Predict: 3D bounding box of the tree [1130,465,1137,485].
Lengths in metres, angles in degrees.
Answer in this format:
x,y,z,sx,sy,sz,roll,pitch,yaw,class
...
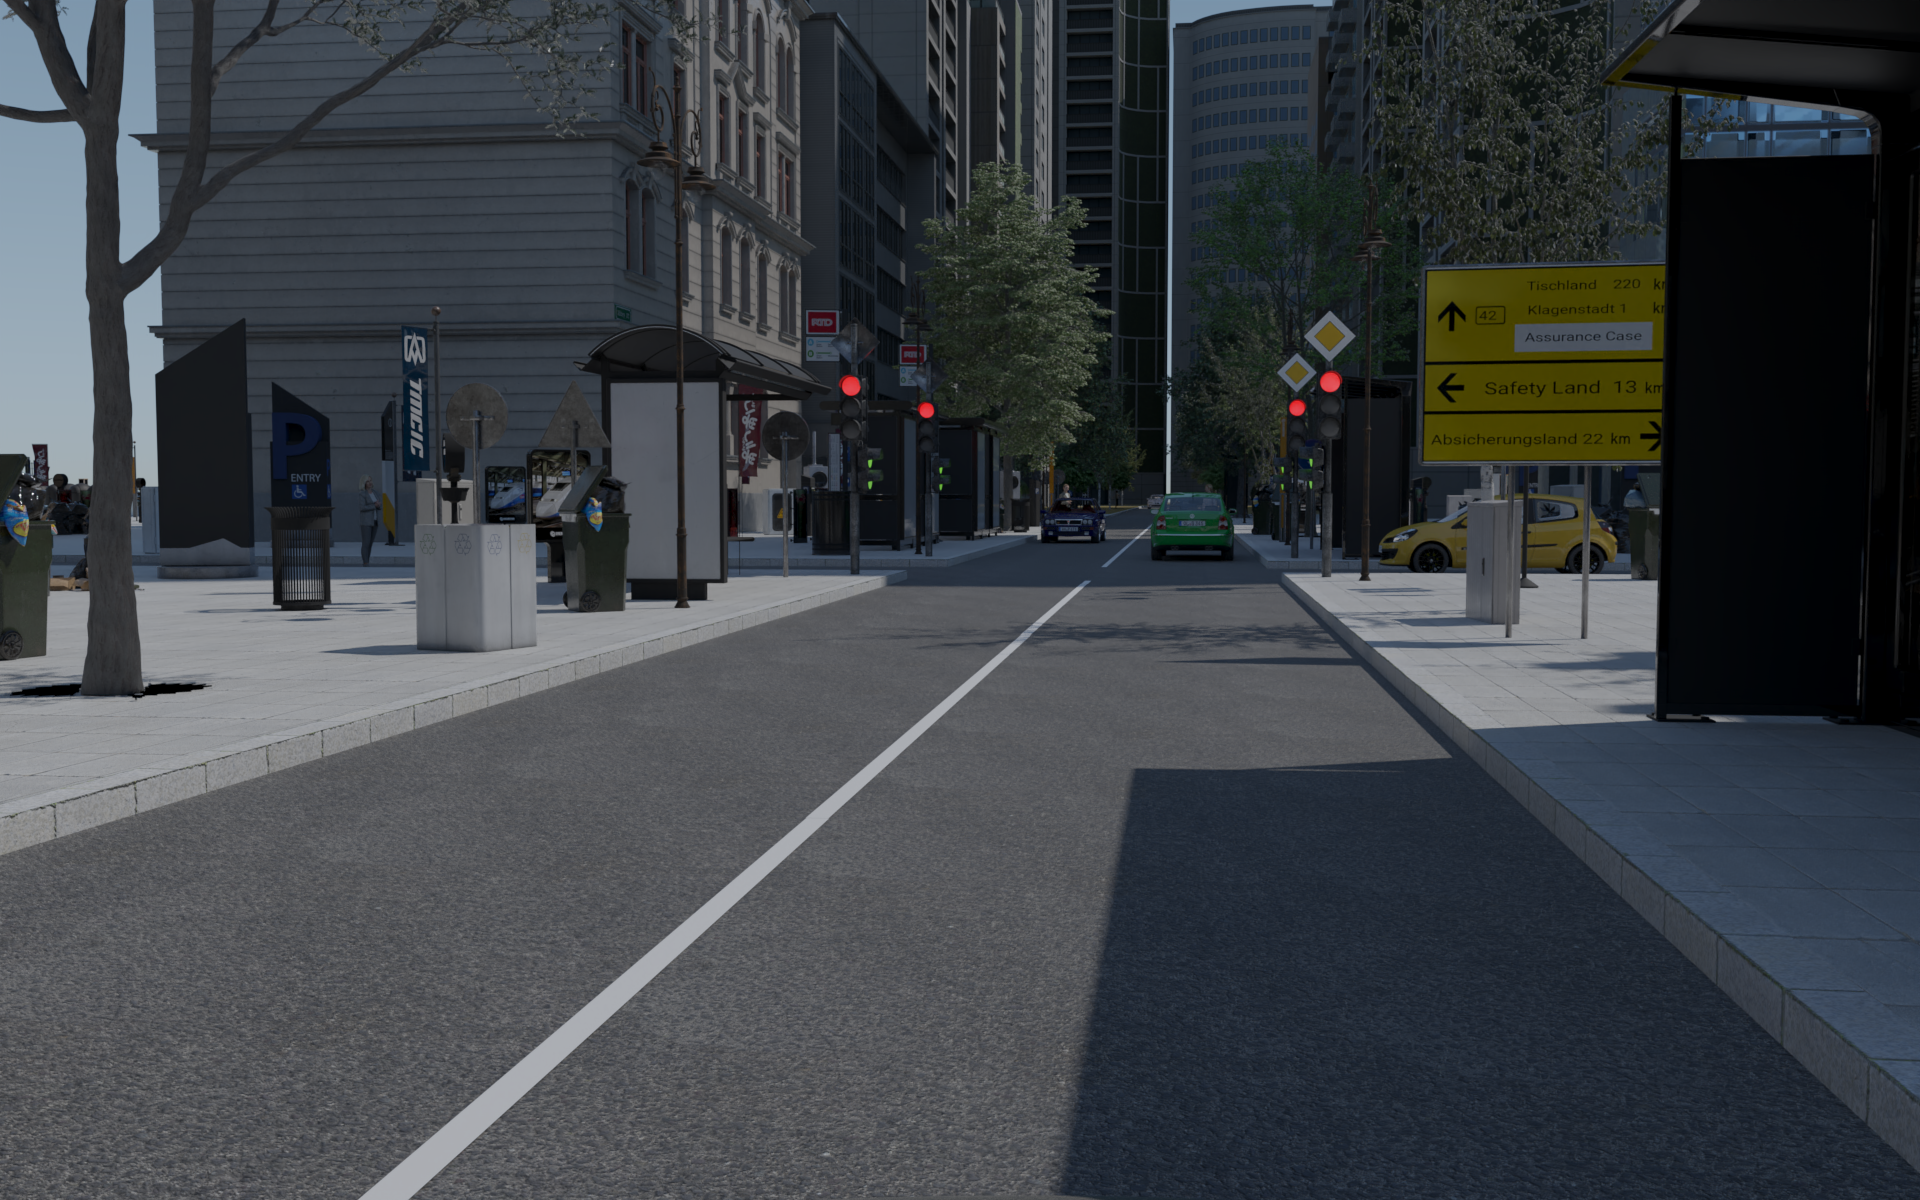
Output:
x,y,z,sx,sy,sz,roll,pitch,yaw,class
13.621,-10.186,150.248,4.285,4.588,4.351,0,3,0,tree

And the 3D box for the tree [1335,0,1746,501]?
x,y,z,sx,sy,sz,roll,pitch,yaw,class
5.899,-4.178,18.671,4.360,8.622,3.978,0,3,0,tree

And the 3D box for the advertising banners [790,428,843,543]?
x,y,z,sx,sy,sz,roll,pitch,yaw,class
-3.660,-3.028,45.688,0.090,3.025,2.074,3,5,45,advertising banners

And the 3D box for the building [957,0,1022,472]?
x,y,z,sx,sy,sz,roll,pitch,yaw,class
-2.720,-27.852,138.973,14.154,41.232,14.086,0,4,7,building

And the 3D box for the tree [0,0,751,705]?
x,y,z,sx,sy,sz,roll,pitch,yaw,class
-5.365,-6.147,10.871,12.009,13.543,11.850,0,3,0,tree

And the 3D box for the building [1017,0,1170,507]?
x,y,z,sx,sy,sz,roll,pitch,yaw,class
14.920,-47.234,210.535,20.611,71.187,20.563,0,4,7,building

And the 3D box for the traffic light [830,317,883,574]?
x,y,z,sx,sy,sz,roll,pitch,yaw,class
-1.661,-2.364,27.569,0.839,4.253,0.868,0,4,7,traffic light

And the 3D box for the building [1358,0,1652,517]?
x,y,z,sx,sy,sz,roll,pitch,yaw,class
36.670,-41.587,118.195,20.563,71.187,20.611,0,4,7,building

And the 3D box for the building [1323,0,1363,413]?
x,y,z,sx,sy,sz,roll,pitch,yaw,class
42.130,-32.064,143.860,23.786,49.044,30.456,0,4,7,building

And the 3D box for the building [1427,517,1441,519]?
x,y,z,sx,sy,sz,roll,pitch,yaw,class
34.055,-39.930,91.102,20.563,71.187,20.611,0,4,7,building

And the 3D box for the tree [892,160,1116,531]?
x,y,z,sx,sy,sz,roll,pitch,yaw,class
1.540,-8.671,59.896,7.486,12.596,7.792,0,3,0,tree

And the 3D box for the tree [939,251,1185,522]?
x,y,z,sx,sy,sz,roll,pitch,yaw,class
3.456,-9.932,79.388,9.611,12.733,9.660,0,3,0,tree

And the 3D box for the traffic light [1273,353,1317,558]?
x,y,z,sx,sy,sz,roll,pitch,yaw,class
6.678,-2.791,34.549,0.839,4.253,0.868,0,4,7,traffic light

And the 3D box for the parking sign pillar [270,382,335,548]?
x,y,z,sx,sy,sz,roll,pitch,yaw,class
-15.806,-3.245,41.521,1.447,3.967,1.447,0,4,-6,parking sign pillar

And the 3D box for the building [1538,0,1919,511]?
x,y,z,sx,sy,sz,roll,pitch,yaw,class
33.683,-45.024,48.811,31.000,86.520,22.319,0,4,7,building

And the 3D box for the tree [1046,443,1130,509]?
x,y,z,sx,sy,sz,roll,pitch,yaw,class
6.180,-6.619,91.942,4.285,4.588,4.351,0,3,0,tree

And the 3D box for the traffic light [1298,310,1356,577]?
x,y,z,sx,sy,sz,roll,pitch,yaw,class
5.640,-2.306,26.631,0.839,4.253,0.868,0,4,7,traffic light

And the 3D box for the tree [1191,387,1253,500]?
x,y,z,sx,sy,sz,roll,pitch,yaw,class
25.708,-15.241,167.312,7.486,12.596,7.792,0,3,0,tree

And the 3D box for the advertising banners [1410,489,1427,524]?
x,y,z,sx,sy,sz,roll,pitch,yaw,class
10.477,-2.731,40.836,0.090,3.025,2.074,3,5,43,advertising banners

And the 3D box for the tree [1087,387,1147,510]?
x,y,z,sx,sy,sz,roll,pitch,yaw,class
9.615,-10.165,116.567,4.737,8.622,4.395,0,3,0,tree

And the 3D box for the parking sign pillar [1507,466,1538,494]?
x,y,z,sx,sy,sz,roll,pitch,yaw,class
25.405,-5.395,76.688,1.447,3.967,1.447,-3,4,-36,parking sign pillar

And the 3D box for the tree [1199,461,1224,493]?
x,y,z,sx,sy,sz,roll,pitch,yaw,class
23.717,-10.769,159.786,4.285,4.588,4.351,0,3,0,tree

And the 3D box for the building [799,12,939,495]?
x,y,z,sx,sy,sz,roll,pitch,yaw,class
-10.090,-16.151,83.128,14.314,24.678,30.058,0,4,7,building

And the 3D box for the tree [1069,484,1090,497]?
x,y,z,sx,sy,sz,roll,pitch,yaw,class
6.825,-6.247,96.740,1.663,3.219,1.824,0,3,0,tree

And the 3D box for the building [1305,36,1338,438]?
x,y,z,sx,sy,sz,roll,pitch,yaw,class
40.778,-31.601,166.794,14.600,45.320,14.200,0,4,7,building

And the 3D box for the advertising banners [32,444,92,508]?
x,y,z,sx,sy,sz,roll,pitch,yaw,class
-31.168,-3.922,60.306,2.074,3.025,0.090,-1,4,-9,advertising banners

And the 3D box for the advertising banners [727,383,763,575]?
x,y,z,sx,sy,sz,roll,pitch,yaw,class
-3.922,-1.922,27.615,2.074,3.025,0.090,2,4,33,advertising banners

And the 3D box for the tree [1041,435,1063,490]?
x,y,z,sx,sy,sz,roll,pitch,yaw,class
4.655,-9.489,105.500,4.360,8.622,3.978,0,3,0,tree

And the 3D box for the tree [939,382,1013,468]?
x,y,z,sx,sy,sz,roll,pitch,yaw,class
0.688,-8.483,89.066,4.360,8.622,3.978,0,3,0,tree

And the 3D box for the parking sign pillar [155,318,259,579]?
x,y,z,sx,sy,sz,roll,pitch,yaw,class
-11.609,-2.334,26.634,1.447,3.967,1.447,-1,4,-12,parking sign pillar

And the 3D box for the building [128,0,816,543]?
x,y,z,sx,sy,sz,roll,pitch,yaw,class
-13.599,-16.432,56.045,14.401,28.519,23.554,0,4,7,building

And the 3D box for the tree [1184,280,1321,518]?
x,y,z,sx,sy,sz,roll,pitch,yaw,class
15.219,-10.759,92.915,9.611,12.733,9.660,0,3,0,tree

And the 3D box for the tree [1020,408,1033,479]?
x,y,z,sx,sy,sz,roll,pitch,yaw,class
2.144,-9.160,100.125,4.360,8.622,3.978,0,3,0,tree

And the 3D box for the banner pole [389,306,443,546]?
x,y,z,sx,sy,sz,roll,pitch,yaw,class
-7.091,-2.017,22.988,0.401,3.779,0.863,2,4,27,banner pole

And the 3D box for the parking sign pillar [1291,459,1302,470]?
x,y,z,sx,sy,sz,roll,pitch,yaw,class
19.823,-6.948,102.072,1.447,3.967,1.447,1,4,23,parking sign pillar

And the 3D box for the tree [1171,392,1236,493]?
x,y,z,sx,sy,sz,roll,pitch,yaw,class
27.153,-16.980,184.271,9.857,13.997,8.962,0,3,0,tree

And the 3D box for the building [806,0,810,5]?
x,y,z,sx,sy,sz,roll,pitch,yaw,class
-8.718,-41.781,121.379,20.563,71.187,20.611,0,4,7,building

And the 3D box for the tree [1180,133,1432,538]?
x,y,z,sx,sy,sz,roll,pitch,yaw,class
10.241,-7.667,51.111,9.928,11.665,9.643,0,3,0,tree

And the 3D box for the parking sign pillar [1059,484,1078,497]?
x,y,z,sx,sy,sz,roll,pitch,yaw,class
6.190,-6.792,99.514,1.447,3.967,1.447,-3,5,-41,parking sign pillar

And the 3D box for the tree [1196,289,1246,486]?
x,y,z,sx,sy,sz,roll,pitch,yaw,class
10.449,-6.747,60.680,4.360,8.622,3.978,0,3,0,tree

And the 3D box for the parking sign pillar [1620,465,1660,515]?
x,y,z,sx,sy,sz,roll,pitch,yaw,class
16.252,-3.198,40.758,1.447,3.967,1.447,1,4,20,parking sign pillar

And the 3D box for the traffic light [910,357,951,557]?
x,y,z,sx,sy,sz,roll,pitch,yaw,class
-0.623,-2.848,35.487,0.839,4.253,0.868,0,4,7,traffic light

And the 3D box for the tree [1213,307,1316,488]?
x,y,z,sx,sy,sz,roll,pitch,yaw,class
12.164,-7.137,67.059,4.737,8.622,4.395,0,3,0,tree

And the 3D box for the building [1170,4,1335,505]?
x,y,z,sx,sy,sz,roll,pitch,yaw,class
39.625,-40.753,208.315,28.212,58.520,21.231,0,4,7,building

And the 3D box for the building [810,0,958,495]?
x,y,z,sx,sy,sz,roll,pitch,yaw,class
-1.980,-44.673,168.647,20.611,71.187,20.563,0,4,7,building
